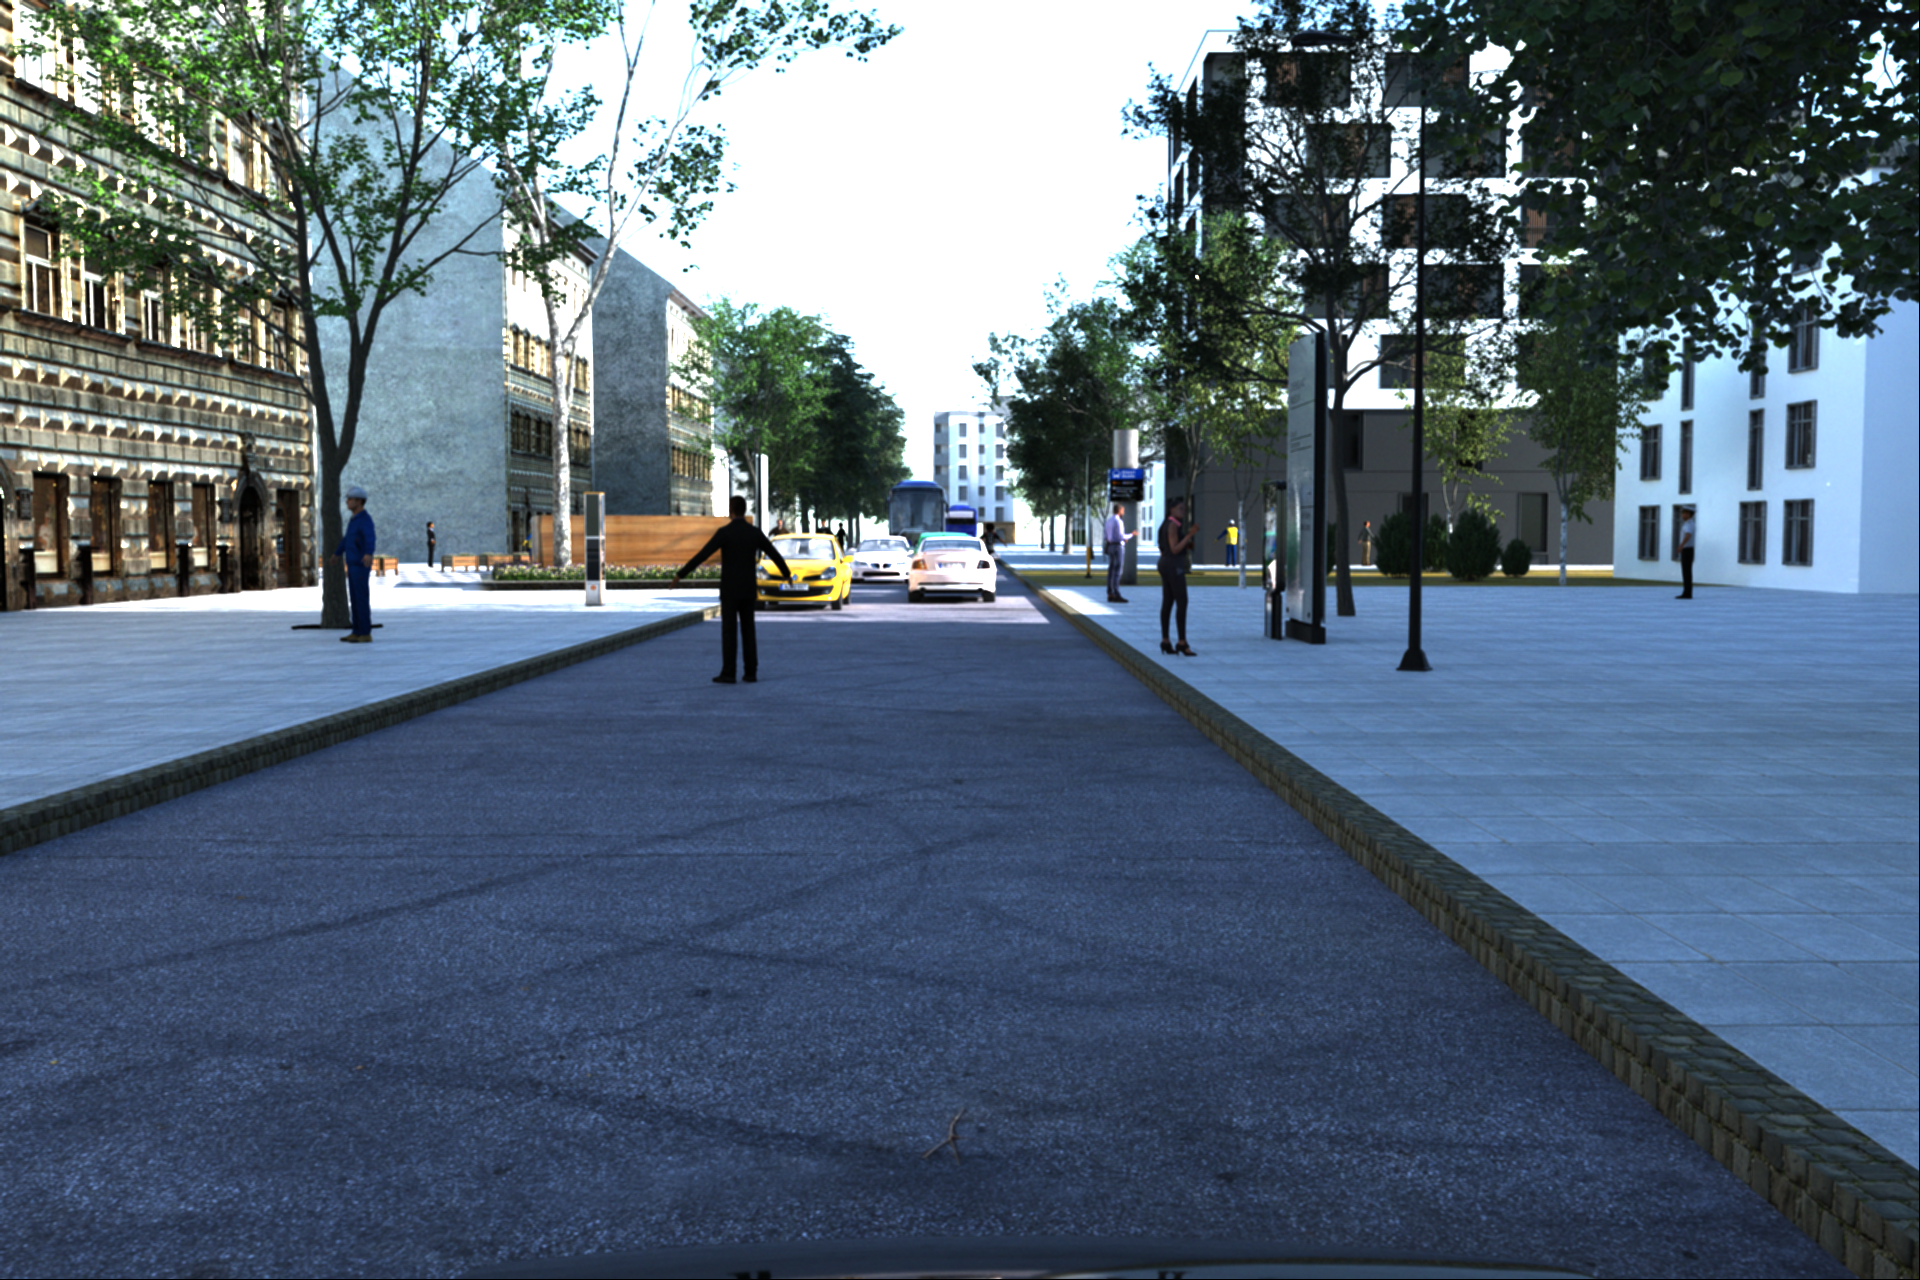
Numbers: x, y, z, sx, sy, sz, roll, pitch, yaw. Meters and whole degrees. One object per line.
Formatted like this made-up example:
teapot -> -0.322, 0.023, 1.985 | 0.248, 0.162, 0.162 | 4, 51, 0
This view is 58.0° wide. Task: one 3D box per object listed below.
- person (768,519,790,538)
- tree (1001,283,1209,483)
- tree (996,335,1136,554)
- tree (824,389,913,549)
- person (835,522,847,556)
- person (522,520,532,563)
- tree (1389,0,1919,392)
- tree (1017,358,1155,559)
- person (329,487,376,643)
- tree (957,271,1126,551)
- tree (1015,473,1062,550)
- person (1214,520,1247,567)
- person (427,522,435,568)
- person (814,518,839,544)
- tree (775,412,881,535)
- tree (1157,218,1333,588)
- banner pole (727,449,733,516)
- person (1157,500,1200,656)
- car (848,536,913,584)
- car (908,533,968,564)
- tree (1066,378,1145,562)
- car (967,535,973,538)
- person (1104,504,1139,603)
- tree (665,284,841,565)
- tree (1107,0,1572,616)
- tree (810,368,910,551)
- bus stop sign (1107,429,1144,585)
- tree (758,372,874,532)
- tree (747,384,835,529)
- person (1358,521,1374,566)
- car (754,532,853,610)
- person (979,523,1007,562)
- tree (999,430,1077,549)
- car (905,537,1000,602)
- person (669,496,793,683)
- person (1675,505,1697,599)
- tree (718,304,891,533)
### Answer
person -> -6.348, -3.355, 60.993 | 1.346, 1.812, 0.704 | -1, 4, -14
tree -> 5.827, -7.961, 64.568 | 7.601, 10.594, 8.767 | 2, 4, 34
tree -> 6.810, -12.408, 109.524 | 9.857, 13.997, 8.962 | 0, 3, 0
tree -> -8.927, -14.810, 148.801 | 9.857, 13.997, 8.962 | 0, 3, 0
person -> -5.266, -4.277, 76.121 | 0.705, 1.806, 1.347 | 2, 4, 26
person -> -13.084, -2.835, 52.820 | 0.721, 1.772, 1.216 | 0, 4, 6
tree -> 6.284, -6.280, 9.332 | 9.857, 13.997, 8.962 | 0, 3, 0
tree -> 6.339, -9.375, 87.701 | 7.601, 10.594, 8.767 | 0, 4, 7
person -> -7.169, -0.898, 20.558 | 0.705, 1.842, 1.347 | -3, 4, -37
tree -> 6.202, -16.607, 127.419 | 12.611, 20.169, 13.585 | 0, 3, 0
tree -> 6.435, -11.693, 141.535 | 4.737, 8.622, 4.395 | 0, 3, 0
person -> 10.675, -3.809, 68.241 | 1.349, 1.833, 0.705 | -1, 4, -9
person -> -19.844, -3.578, 65.219 | 0.721, 1.740, 1.216 | -1, 4, -15
person -> -4.762, -3.321, 60.230 | 1.347, 1.837, 0.705 | 2, 4, 27
tree -> -8.843, -11.604, 115.474 | 9.928, 11.665, 9.643 | 0, 3, 0
tree -> 6.634, -5.506, 40.381 | 4.737, 8.622, 4.395 | 0, 3, 0
banner pole -> -6.822, -3.762, 51.524 | 0.401, 3.779, 0.863 | 0, 4, 2
person -> 2.343, -0.665, 18.389 | 0.593, 1.643, 0.415 | 3, 5, 41
car -> -2.254, -2.390, 51.436 | 2.083, 1.381, 4.827 | 0, 4, 0
car -> -0.438, -2.297, 46.351 | 1.959, 1.807, 4.718 | 0, 4, -1
tree -> 6.524, -7.858, 78.835 | 4.360, 8.622, 3.978 | 0, 3, 0
car -> -0.113, -3.557, 70.167 | 2.014, 1.417, 4.499 | 0, 4, -1
person -> 3.044, -1.630, 32.565 | 0.599, 1.838, 0.709 | -2, 4, -24
tree -> -8.606, -9.000, 72.897 | 9.928, 11.665, 9.643 | 0, 3, 0
tree -> 5.733, -5.661, 26.972 | 7.601, 10.594, 8.767 | 1, 4, 12
tree -> -8.486, -13.772, 131.819 | 9.857, 13.997, 8.962 | 0, 3, 0
bus stop sign -> 4.177, -3.350, 43.787 | 0.837, 3.901, 0.837 | 0, 4, 0
tree -> -8.839, -10.990, 105.440 | 9.928, 11.665, 9.643 | 0, 3, 0
tree -> -8.530, -8.226, 84.858 | 4.737, 8.622, 4.395 | 0, 3, 0
person -> 16.321, -3.868, 69.512 | 0.705, 1.796, 1.348 | -1, 4, -18
car -> -3.060, -1.443, 33.815 | 2.015, 1.641, 3.980 | 0, 4, 0
person -> 1.055, -3.270, 62.068 | 1.345, 1.843, 0.704 | -1, 4, -9
tree -> 7.144, -13.585, 147.877 | 9.928, 11.665, 9.643 | 0, 3, 0
car -> -0.166, -1.553, 37.756 | 2.083, 1.381, 4.827 | 0, 4, 0
person -> -2.161, -0.493, 16.750 | 1.346, 1.802, 0.704 | -3, 4, -37
person -> 14.398, -1.747, 34.360 | 0.704, 1.855, 1.343 | 2, 4, 27
tree -> -8.597, -11.508, 94.809 | 9.857, 13.997, 8.962 | 0, 3, 0
